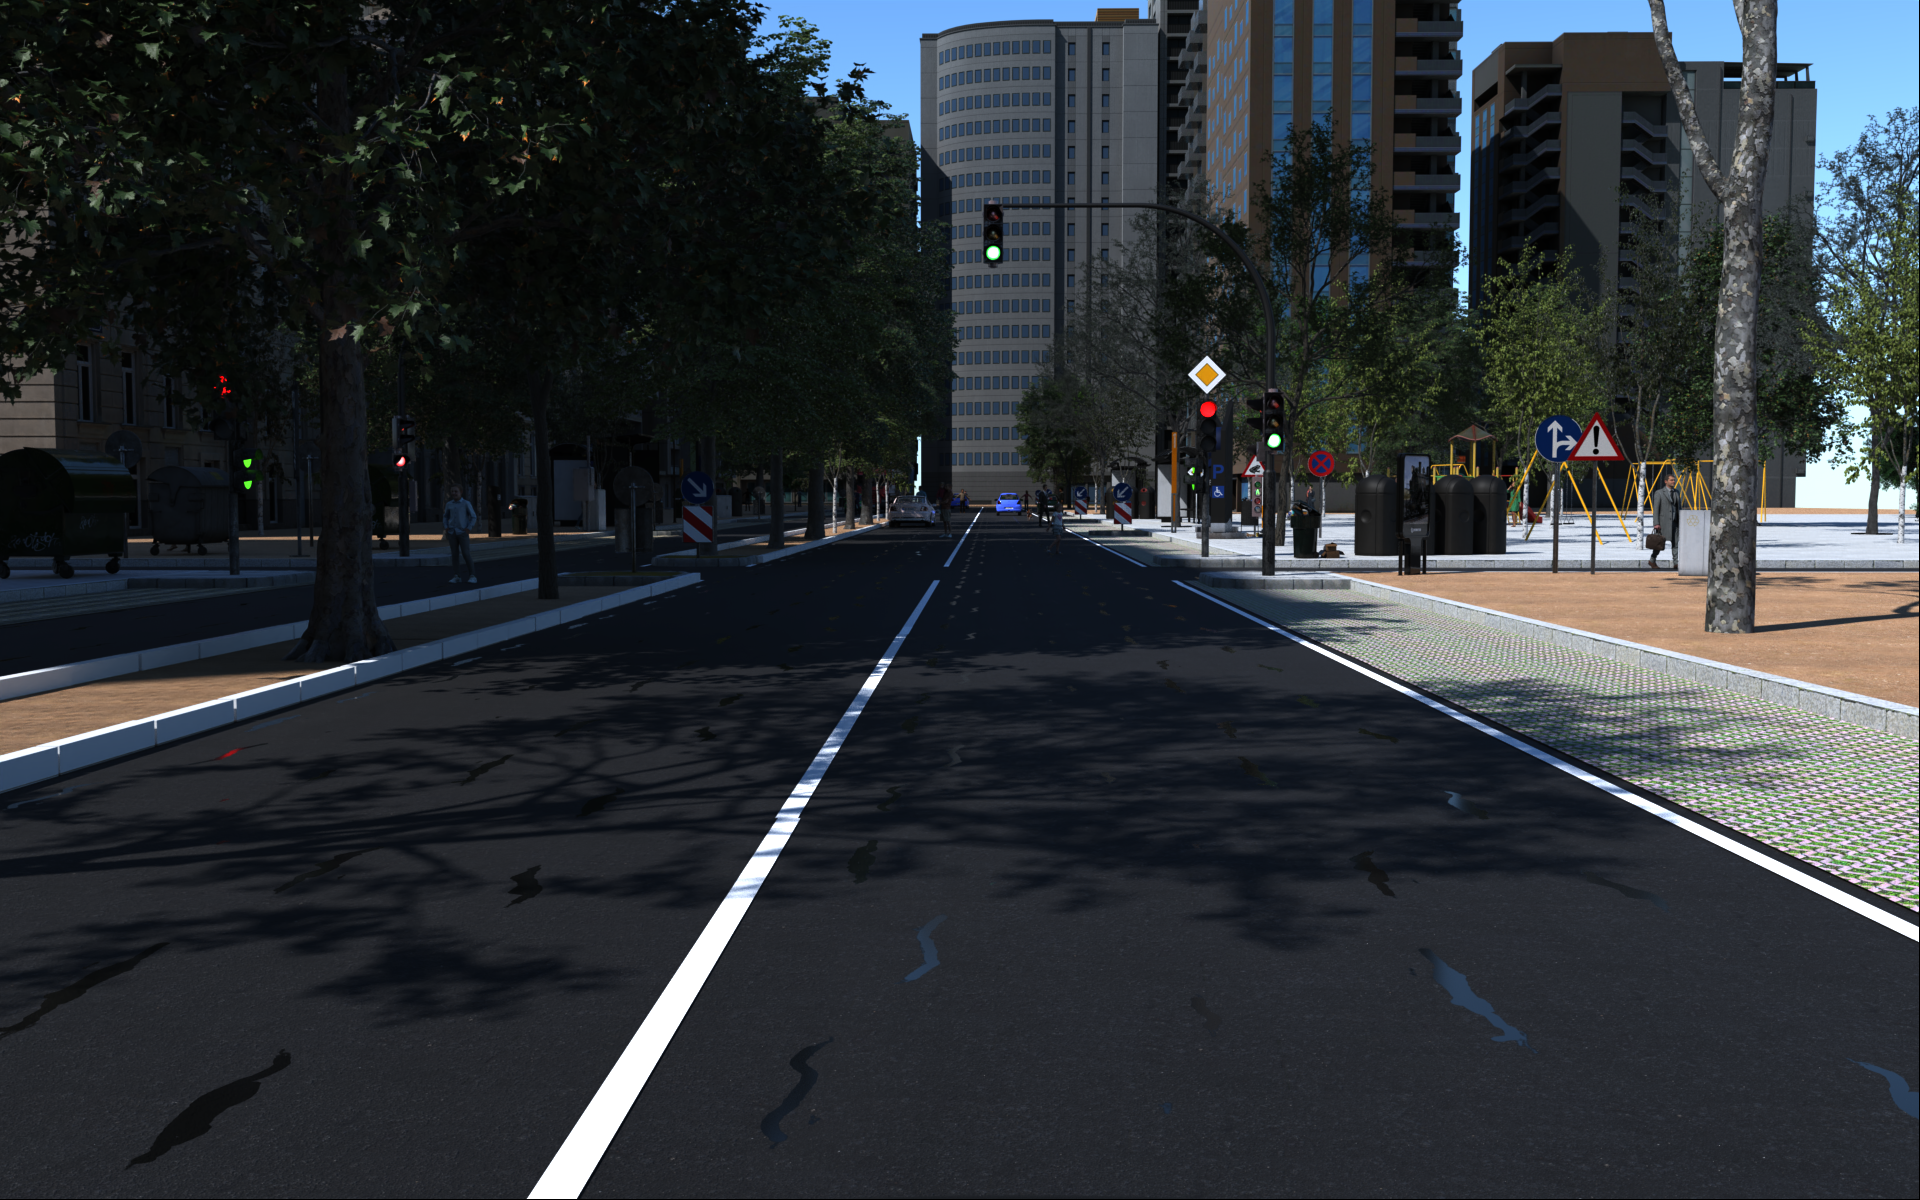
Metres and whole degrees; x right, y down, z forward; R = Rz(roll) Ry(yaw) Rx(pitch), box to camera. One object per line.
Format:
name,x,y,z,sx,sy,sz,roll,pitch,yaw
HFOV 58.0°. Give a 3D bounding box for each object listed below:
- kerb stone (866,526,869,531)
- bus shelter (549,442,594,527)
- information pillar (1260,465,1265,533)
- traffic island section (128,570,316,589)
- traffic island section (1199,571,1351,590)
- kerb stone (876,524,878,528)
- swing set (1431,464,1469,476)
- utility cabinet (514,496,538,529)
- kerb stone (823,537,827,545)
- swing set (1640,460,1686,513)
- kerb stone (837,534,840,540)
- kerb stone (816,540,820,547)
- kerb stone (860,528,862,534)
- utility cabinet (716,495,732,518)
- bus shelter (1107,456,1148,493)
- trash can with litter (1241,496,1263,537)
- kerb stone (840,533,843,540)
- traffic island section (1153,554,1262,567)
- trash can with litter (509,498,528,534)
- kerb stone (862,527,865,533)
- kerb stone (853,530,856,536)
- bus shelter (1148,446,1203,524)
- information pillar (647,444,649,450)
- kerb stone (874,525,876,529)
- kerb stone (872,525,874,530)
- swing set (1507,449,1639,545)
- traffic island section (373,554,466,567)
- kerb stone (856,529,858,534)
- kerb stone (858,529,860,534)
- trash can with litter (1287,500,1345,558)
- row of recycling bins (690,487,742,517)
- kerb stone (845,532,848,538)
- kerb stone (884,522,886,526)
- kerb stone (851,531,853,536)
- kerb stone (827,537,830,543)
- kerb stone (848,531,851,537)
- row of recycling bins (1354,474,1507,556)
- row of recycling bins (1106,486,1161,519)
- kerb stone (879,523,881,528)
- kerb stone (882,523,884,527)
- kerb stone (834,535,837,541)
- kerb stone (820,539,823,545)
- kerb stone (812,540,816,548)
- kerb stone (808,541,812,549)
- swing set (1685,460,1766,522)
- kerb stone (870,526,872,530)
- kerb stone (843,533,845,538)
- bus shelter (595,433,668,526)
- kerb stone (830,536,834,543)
kerb stone,-3.626,-2.623,65.151,0.120,0.150,1.000,0,4,1
bus shelter,-15.301,-4.691,70.621,2.014,3.302,5.546,0,4,1
information pillar,10.193,-4.041,57.418,0.504,3.616,0.183,-3,5,-42
traffic island section,-11.569,-0.324,27.585,2.009,0.180,2.903,0,4,1
traffic island section,4.870,-0.306,27.286,2.009,0.180,2.903,0,4,1
kerb stone,-3.534,-2.940,70.267,0.120,0.150,1.000,0,4,1
swing set,25.801,-5.769,91.936,2.862,2.851,3.119,-1,4,-16
utility cabinet,-16.065,-3.248,64.270,0.306,1.237,1.020,2,4,28
kerb stone,-3.922,-1.619,48.764,0.120,0.150,1.000,0,4,1
swing set,34.209,-5.286,84.049,3.119,2.851,2.862,0,4,-8
kerb stone,-3.846,-1.873,52.859,0.120,0.150,1.000,0,4,1
kerb stone,-3.964,-1.499,46.709,0.120,0.150,1.000,0,4,1
kerb stone,-3.686,-2.435,62.073,0.120,0.150,1.000,0,4,1
utility cabinet,-12.880,-5.070,94.058,1.020,1.237,0.306,-3,5,-43
bus shelter,9.155,-6.143,94.359,2.014,3.302,5.546,0,4,1
trash can with litter,8.337,-2.515,52.172,2.233,1.210,1.678,1,4,11
kerb stone,-3.837,-1.938,53.886,0.120,0.150,1.000,0,4,1
traffic island section,5.013,-0.794,35.269,2.009,0.180,2.903,0,4,1
trash can with litter,-14.052,-2.664,54.944,0.624,1.170,1.055,-1,4,-22
kerb stone,-3.668,-2.502,63.107,0.120,0.150,1.000,0,4,1
kerb stone,-3.734,-2.251,58.999,0.120,0.150,1.000,0,4,1
bus shelter,9.601,-5.000,75.679,2.014,3.302,5.546,0,4,1
information pillar,-14.696,-5.524,81.668,0.183,3.616,0.504,-1,4,-11
kerb stone,-3.558,-2.878,69.245,0.120,0.150,1.000,0,4,1
kerb stone,-3.584,-2.815,68.223,0.120,0.150,1.000,0,4,1
swing set,16.047,-2.956,45.956,2.862,2.851,3.119,2,4,35
traffic island section,-11.425,-0.813,35.569,2.009,0.180,2.903,0,4,1
kerb stone,-3.719,-2.314,60.029,0.120,0.150,1.000,0,4,1
kerb stone,-3.707,-2.377,61.051,0.120,0.150,1.000,0,4,1
trash can with litter,7.117,-1.424,34.670,1.055,1.170,0.624,-1,4,-13
row of recycling bins,-14.235,-5.624,99.068,3.534,1.692,1.069,0,4,-6
kerb stone,-3.797,-2.063,55.931,0.120,0.150,1.000,0,4,1
kerb stone,-3.443,-3.254,75.403,0.120,0.150,1.000,0,4,1
kerb stone,-3.763,-2.189,57.978,0.120,0.150,1.000,0,4,1
kerb stone,-3.908,-1.687,49.792,0.120,0.150,1.000,0,4,1
kerb stone,-3.775,-2.126,56.953,0.120,0.150,1.000,0,4,1
row of recycling bins,9.996,-1.801,36.559,3.534,1.692,1.069,-1,4,-20
row of recycling bins,9.163,-5.001,88.872,3.534,1.692,1.069,2,4,26
kerb stone,-3.506,-3.066,72.323,0.120,0.150,1.000,0,4,1
kerb stone,-3.461,-3.191,74.375,0.120,0.150,1.000,0,4,1
kerb stone,-3.872,-1.813,51.837,0.120,0.150,1.000,0,4,1
kerb stone,-3.946,-1.562,47.734,0.120,0.150,1.000,0,4,1
kerb stone,-3.984,-1.437,45.686,0.120,0.150,1.000,0,4,1
kerb stone,-4.000,-1.374,44.664,0.120,0.150,1.000,0,4,1
swing set,35.645,-5.063,80.399,3.119,2.851,2.862,2,4,28
kerb stone,-3.593,-2.753,67.201,0.120,0.150,1.000,0,4,1
kerb stone,-3.815,-2.001,54.909,0.120,0.150,1.000,0,4,1
bus shelter,-13.259,-4.830,70.247,1.731,3.624,6.357,0,4,1
kerb stone,-3.890,-1.750,50.815,0.120,0.150,1.000,0,4,1
